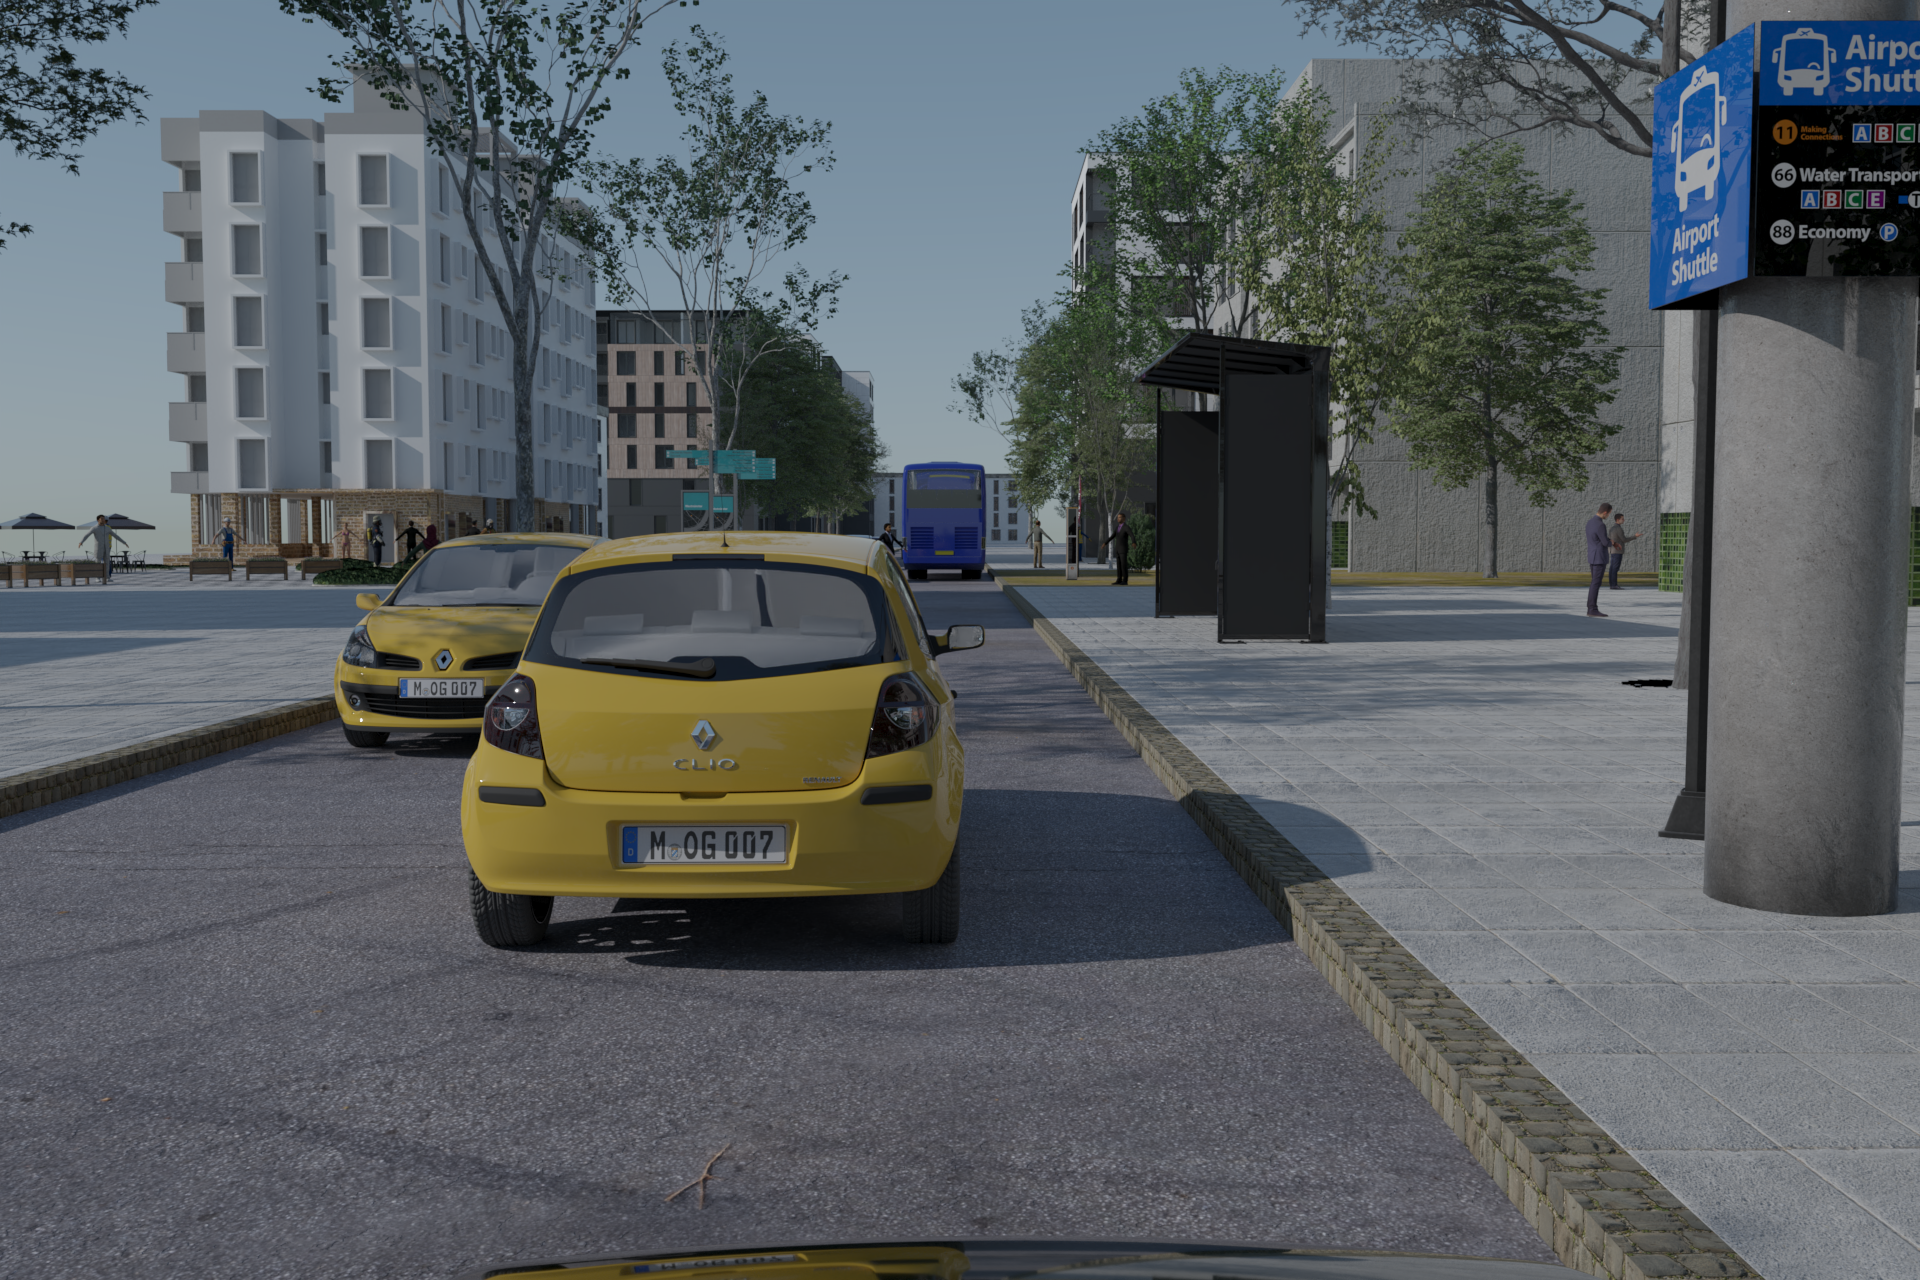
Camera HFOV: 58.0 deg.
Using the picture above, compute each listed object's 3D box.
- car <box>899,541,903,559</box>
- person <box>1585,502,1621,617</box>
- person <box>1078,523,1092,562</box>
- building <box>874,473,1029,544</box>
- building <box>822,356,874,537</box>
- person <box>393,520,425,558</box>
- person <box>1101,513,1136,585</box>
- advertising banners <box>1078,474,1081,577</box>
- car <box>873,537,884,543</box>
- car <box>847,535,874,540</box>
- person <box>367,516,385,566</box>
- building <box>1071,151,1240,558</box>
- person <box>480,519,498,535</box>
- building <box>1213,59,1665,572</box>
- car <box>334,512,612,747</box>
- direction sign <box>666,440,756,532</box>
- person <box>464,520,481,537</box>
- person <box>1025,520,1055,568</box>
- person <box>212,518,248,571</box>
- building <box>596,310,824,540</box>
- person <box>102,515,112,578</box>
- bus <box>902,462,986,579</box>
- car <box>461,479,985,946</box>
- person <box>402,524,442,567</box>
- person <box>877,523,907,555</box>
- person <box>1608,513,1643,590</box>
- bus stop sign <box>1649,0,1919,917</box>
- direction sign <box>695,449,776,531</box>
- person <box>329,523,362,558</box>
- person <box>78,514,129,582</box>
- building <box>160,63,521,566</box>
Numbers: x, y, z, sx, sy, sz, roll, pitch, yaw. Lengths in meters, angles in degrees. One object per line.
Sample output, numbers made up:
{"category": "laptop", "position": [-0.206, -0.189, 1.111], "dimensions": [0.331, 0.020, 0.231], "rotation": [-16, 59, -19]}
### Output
{"category": "car", "position": [-2.474, -5.471, 99.241], "dimensions": [2.009, 1.686, 4.222], "rotation": [0, 3, 0]}
{"category": "person", "position": [10.010, -1.250, 26.935], "dimensions": [0.568, 1.767, 0.683], "rotation": [0, 4, -4]}
{"category": "person", "position": [5.534, -4.526, 80.457], "dimensions": [1.216, 1.772, 0.721], "rotation": [2, 4, 27]}
{"category": "building", "position": [-4.011, -17.870, 236.781], "dimensions": [28.070, 9.664, 9.099], "rotation": [0, 4, 2]}
{"category": "building", "position": [-25.237, -22.669, 214.619], "dimensions": [27.936, 21.610, 32.646], "rotation": [0, 4, 0]}
{"category": "person", "position": [-21.306, -3.734, 67.237], "dimensions": [1.347, 1.806, 0.705], "rotation": [-3, 4, -36]}
{"category": "person", "position": [4.056, -2.290, 43.661], "dimensions": [0.704, 1.802, 1.346], "rotation": [-2, 4, -33]}
{"category": "advertising banners", "position": [3.511, -3.388, 51.579], "dimensions": [0.090, 3.025, 2.074], "rotation": [0, 4, 1]}
{"category": "car", "position": [-3.641, -3.496, 69.741], "dimensions": [1.945, 1.354, 3.894], "rotation": [0, 3, 0]}
{"category": "car", "position": [-3.260, -2.458, 52.195], "dimensions": [2.014, 1.417, 4.499], "rotation": [0, 4, -1]}
{"category": "person", "position": [-18.269, -2.974, 54.401], "dimensions": [0.705, 1.856, 1.354], "rotation": [-2, 4, -26]}
{"category": "building", "position": [20.794, -16.216, 109.114], "dimensions": [27.936, 21.610, 32.646], "rotation": [0, 4, 0]}
{"category": "person", "position": [-17.900, -3.689, 66.082], "dimensions": [0.705, 1.858, 1.354], "rotation": [3, 4, 36]}
{"category": "building", "position": [21.416, -12.648, 73.258], "dimensions": [16.747, 18.905, 31.486], "rotation": [0, 4, 0]}
{"category": "car", "position": [-3.280, -0.163, 12.881], "dimensions": [2.015, 1.641, 3.980], "rotation": [0, 4, 0]}
{"category": "direction sign", "position": [-7.058, -3.729, 49.724], "dimensions": [2.525, 3.948, 1.411], "rotation": [0, 4, 0]}
{"category": "person", "position": [-19.045, -3.799, 68.052], "dimensions": [1.347, 1.837, 0.705], "rotation": [1, 4, 23]}
{"category": "person", "position": [2.964, -3.607, 65.245], "dimensions": [1.348, 1.796, 0.705], "rotation": [3, 5, 40]}
{"category": "person", "position": [-25.163, -3.285, 59.569], "dimensions": [0.705, 1.847, 1.347], "rotation": [2, 4, 33]}
{"category": "building", "position": [-29.140, -20.204, 174.303], "dimensions": [27.936, 21.610, 32.646], "rotation": [0, 4, 1]}
{"category": "person", "position": [-25.025, -2.733, 50.651], "dimensions": [0.705, 1.833, 1.349], "rotation": [-1, 4, -13]}
{"category": "bus", "position": [-0.510, -4.051, 57.784], "dimensions": [2.896, 3.916, 12.251], "rotation": [0, 4, 0]}
{"category": "car", "position": [-0.874, 0.168, 7.470], "dimensions": [2.015, 1.641, 3.980], "rotation": [0, 4, -2]}
{"category": "person", "position": [-8.214, -1.089, 27.014], "dimensions": [0.989, 1.438, 0.599], "rotation": [0, 4, -3]}
{"category": "person", "position": [-1.948, -2.392, 48.285], "dimensions": [1.216, 1.740, 0.721], "rotation": [-3, 5, -44]}
{"category": "person", "position": [15.313, -2.038, 39.899], "dimensions": [0.750, 1.759, 0.617], "rotation": [1, 4, 16]}
{"category": "bus stop sign", "position": [2.956, -1.038, 5.989], "dimensions": [0.837, 3.901, 0.837], "rotation": [0, 4, 0]}
{"category": "direction sign", "position": [-7.032, -4.050, 54.980], "dimensions": [2.525, 3.948, 1.411], "rotation": [0, 4, 2]}
{"category": "person", "position": [-23.982, -3.720, 67.622], "dimensions": [1.217, 1.733, 0.721], "rotation": [-1, 4, -11]}
{"category": "person", "position": [-22.964, -2.458, 46.381], "dimensions": [0.705, 1.806, 1.347], "rotation": [3, 4, 37]}
{"category": "building", "position": [-26.150, -13.132, 71.127], "dimensions": [16.016, 20.090, 11.380], "rotation": [0, 3, 0]}
